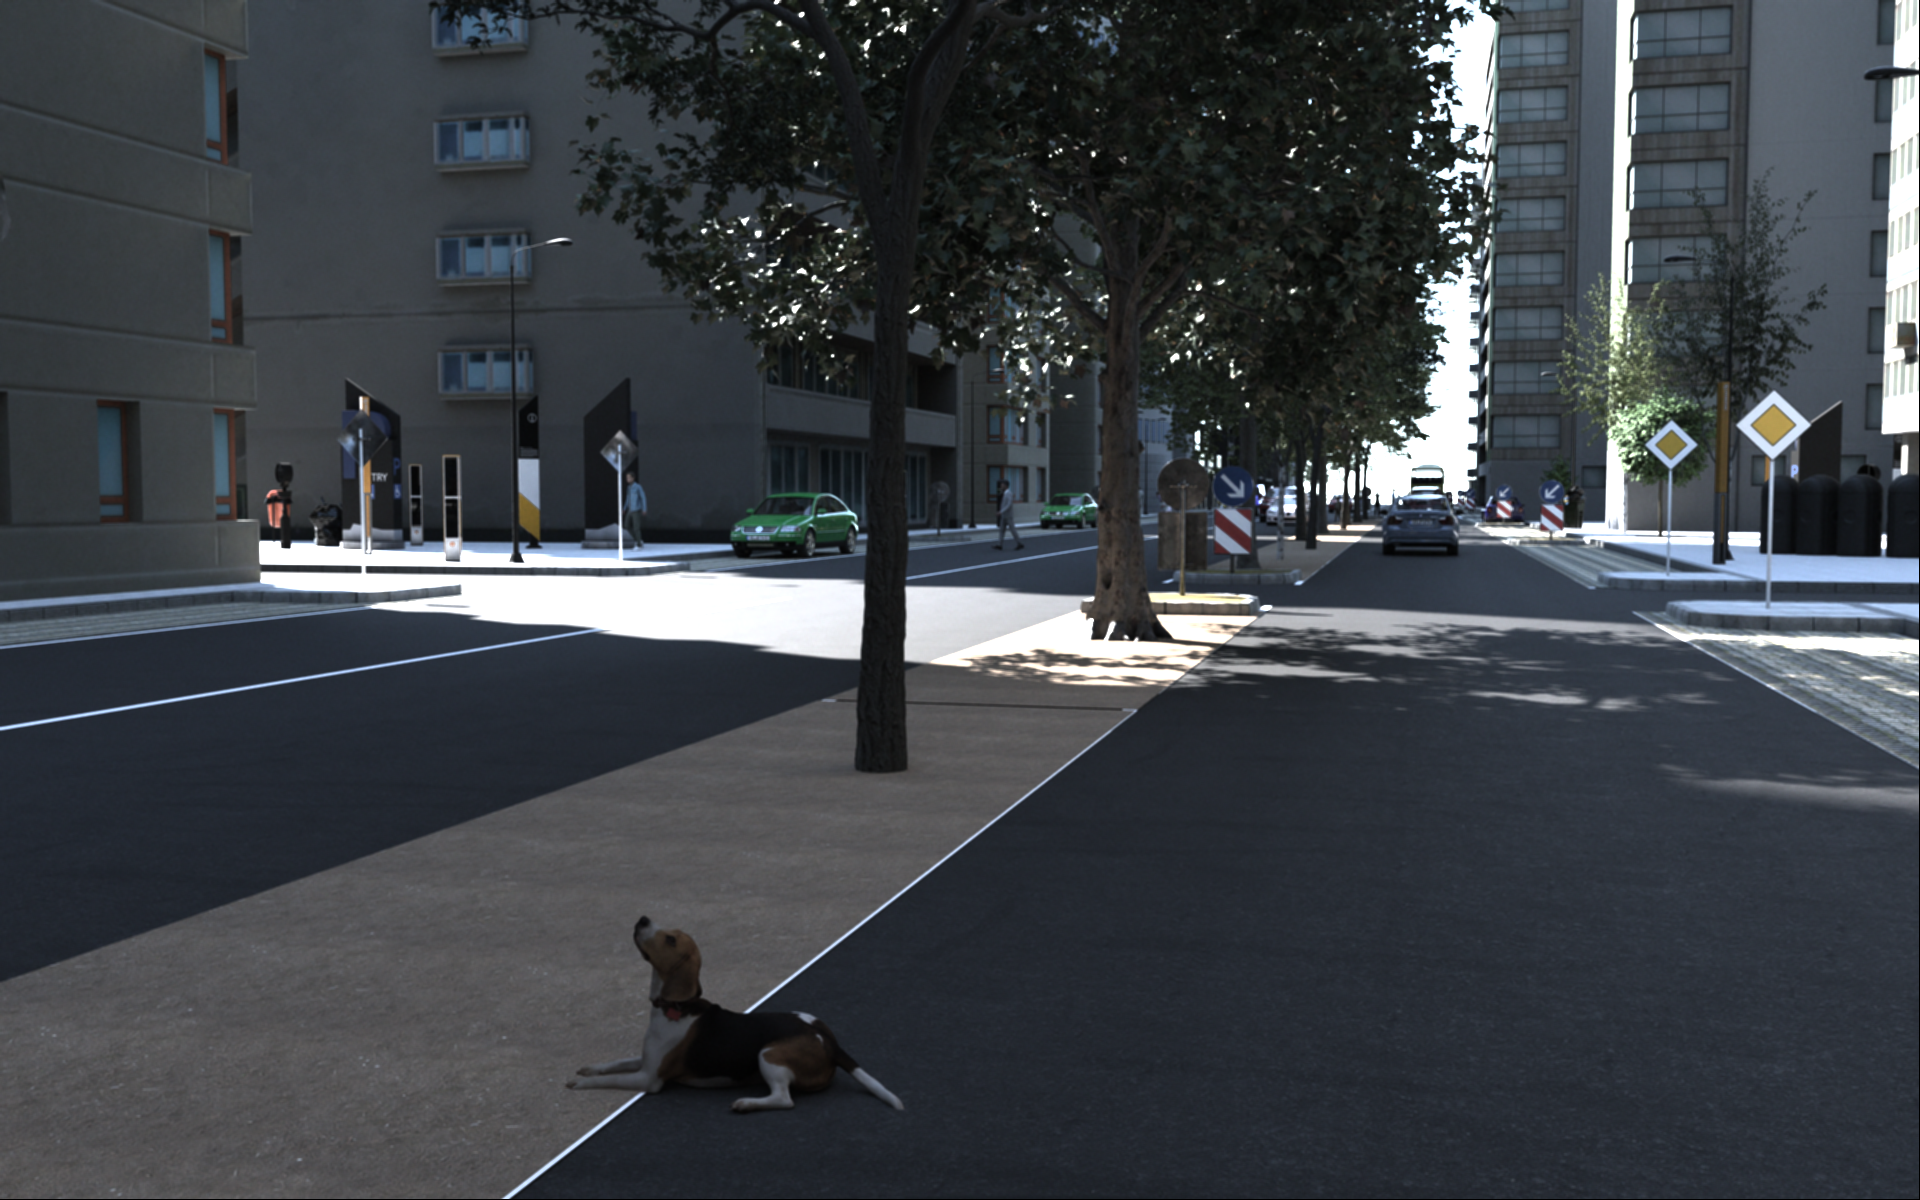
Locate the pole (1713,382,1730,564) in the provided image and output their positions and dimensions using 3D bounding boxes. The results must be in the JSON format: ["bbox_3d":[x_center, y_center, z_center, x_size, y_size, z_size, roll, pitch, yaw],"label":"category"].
[{"bbox_3d":[13.864,-2.305,31.533,0.158,3.312,0.155,0,3,0],"label":"pole"}]

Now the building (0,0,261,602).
[{"bbox_3d":[-27.670,-10.389,14.892,28.899,21.520,27.650,1,4,15],"label":"building"}]

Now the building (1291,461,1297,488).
[{"bbox_3d":[36.128,-42.772,241.314,21.231,58.520,28.212,1,4,15],"label":"building"}]

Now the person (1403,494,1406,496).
[{"bbox_3d":[26.583,-5.609,103.440,0.421,1.427,0.697,2,4,24],"label":"person"}]

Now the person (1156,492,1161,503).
[{"bbox_3d":[12.840,-6.191,110.492,0.697,1.427,0.421,2,4,31],"label":"person"}]

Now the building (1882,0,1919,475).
[{"bbox_3d":[34.999,-21.042,35.917,23.993,40.220,32.217,1,4,15],"label":"building"}]

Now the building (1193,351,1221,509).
[{"bbox_3d":[10.666,-32.401,149.362,23.786,49.044,30.456,1,4,15],"label":"building"}]

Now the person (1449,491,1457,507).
[{"bbox_3d":[45.212,-9.176,159.207,1.217,1.739,0.721,2,4,32],"label":"person"}]

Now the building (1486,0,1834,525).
[{"bbox_3d":[33.603,-24.586,85.574,14.154,41.232,14.086,1,4,15],"label":"building"}]

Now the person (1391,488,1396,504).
[{"bbox_3d":[27.378,-6.163,109.252,0.705,1.826,1.348,1,4,20],"label":"person"}]

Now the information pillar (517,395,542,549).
[{"bbox_3d":[-10.125,-3.020,40.724,0.504,3.616,0.183,-2,4,-32],"label":"information pillar"}]

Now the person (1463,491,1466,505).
[{"bbox_3d":[61.210,-12.445,210.337,0.721,1.723,1.217,1,4,14],"label":"person"}]

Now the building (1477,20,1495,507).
[{"bbox_3d":[59.306,-32.718,158.634,21.300,48.544,21.600,1,4,15],"label":"building"}]

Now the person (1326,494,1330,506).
[{"bbox_3d":[42.975,-11.886,203.568,1.217,1.736,0.721,0,4,0],"label":"person"}]

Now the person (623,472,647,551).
[{"bbox_3d":[-7.343,-2.006,39.181,0.444,1.785,0.601,-3,4,-39],"label":"person"}]

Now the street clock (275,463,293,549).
[{"bbox_3d":[-15.705,-2.185,40.288,0.358,2.002,0.471,-3,5,-44],"label":"street clock"}]

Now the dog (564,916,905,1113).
[{"bbox_3d":[-0.543,0.983,4.123,0.748,0.427,0.550,3,5,45],"label":"dog"}]

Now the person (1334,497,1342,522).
[{"bbox_3d":[19.071,-4.557,87.278,0.475,1.303,0.640,2,4,34],"label":"person"}]

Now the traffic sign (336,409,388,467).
[{"bbox_3d":[-8.238,-1.326,23.869,0.795,2.593,0.064,1,4,15],"label":"traffic sign"}]

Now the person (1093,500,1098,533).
[{"bbox_3d":[5.100,-3.046,63.322,0.382,1.210,0.505,3,5,43],"label":"person"}]

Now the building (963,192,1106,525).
[{"bbox_3d":[-7.703,-14.945,89.390,27.650,21.520,28.899,1,4,15],"label":"building"}]

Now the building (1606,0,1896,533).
[{"bbox_3d":[31.371,-23.228,63.365,14.154,41.232,14.086,1,4,15],"label":"building"}]

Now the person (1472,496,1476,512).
[{"bbox_3d":[39.885,-7.520,134.682,0.421,1.427,0.697,0,4,-3],"label":"person"}]

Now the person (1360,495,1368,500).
[{"bbox_3d":[36.870,-9.111,158.015,0.434,1.755,0.990,-3,4,-39],"label":"person"}]

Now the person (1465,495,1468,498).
[{"bbox_3d":[60.000,-11.969,204.916,0.628,1.438,0.799,-2,4,-25],"label":"person"}]

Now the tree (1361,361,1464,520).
[{"bbox_3d":[22.400,-11.178,95.579,12.009,13.543,11.850,0,3,0],"label":"tree"}]

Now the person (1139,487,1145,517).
[{"bbox_3d":[9.002,-4.831,87.602,0.709,1.813,0.853,-1,4,-16],"label":"person"}]

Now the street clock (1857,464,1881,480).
[{"bbox_3d":[22.182,-2.309,42.320,0.358,2.002,0.471,-2,4,-32],"label":"street clock"}]

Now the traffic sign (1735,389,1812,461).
[{"bbox_3d":[9.062,-1.047,19.304,0.795,2.593,0.064,1,4,15],"label":"traffic sign"}]

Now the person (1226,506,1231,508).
[{"bbox_3d":[12.024,-3.928,77.739,0.382,1.210,0.505,-1,4,-15],"label":"person"}]

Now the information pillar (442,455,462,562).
[{"bbox_3d":[-9.604,-1.730,32.773,0.304,2.012,0.304,-1,4,-11],"label":"information pillar"}]

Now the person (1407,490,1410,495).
[{"bbox_3d":[47.320,-10.654,182.701,1.348,1.824,0.705,-3,4,-38],"label":"person"}]

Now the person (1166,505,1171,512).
[{"bbox_3d":[13.588,-6.547,113.757,0.621,1.740,0.551,2,4,25],"label":"person"}]

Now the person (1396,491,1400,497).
[{"bbox_3d":[50.551,-11.625,199.281,1.217,1.735,0.721,-3,5,-43],"label":"person"}]

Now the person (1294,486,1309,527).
[{"bbox_3d":[15.079,-4.116,76.145,0.694,1.780,0.624,-1,4,-15],"label":"person"}]

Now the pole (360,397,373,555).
[{"bbox_3d":[-12.466,-2.600,36.354,0.158,3.312,0.155,0,3,0],"label":"pole"}]

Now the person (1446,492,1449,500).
[{"bbox_3d":[40.974,-8.313,145.889,0.593,1.643,0.415,-3,5,-39],"label":"person"}]

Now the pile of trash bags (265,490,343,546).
[{"bbox_3d":[-15.672,-2.042,43.136,3.447,1.369,1.912,1,4,9],"label":"pile of trash bags"}]

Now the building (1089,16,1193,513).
[{"bbox_3d":[4.173,-35.382,120.503,21.231,58.520,28.212,1,4,15],"label":"building"}]

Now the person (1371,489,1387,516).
[{"bbox_3d":[27.093,-6.305,112.307,1.217,1.735,0.721,-1,4,-10],"label":"person"}]

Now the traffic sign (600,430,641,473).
[{"bbox_3d":[-6.202,-1.798,31.592,0.795,2.593,0.064,1,4,15],"label":"traffic sign"}]

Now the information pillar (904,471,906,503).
[{"bbox_3d":[-1.873,-3.039,54.173,0.304,2.012,0.304,2,4,25],"label":"information pillar"}]

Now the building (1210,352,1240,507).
[{"bbox_3d":[20.600,-24.380,170.317,14.160,30.474,14.107,1,4,15],"label":"building"}]

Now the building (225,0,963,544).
[{"bbox_3d":[-12.866,-26.416,55.604,21.300,48.544,21.600,1,4,15],"label":"building"}]

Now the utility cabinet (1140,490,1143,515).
[{"bbox_3d":[10.423,-5.862,104.530,1.173,1.500,0.318,2,4,29],"label":"utility cabinet"}]

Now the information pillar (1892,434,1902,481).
[{"bbox_3d":[30.451,-3.959,56.080,0.504,3.616,0.183,1,4,18],"label":"information pillar"}]

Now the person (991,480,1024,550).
[{"bbox_3d":[1.228,-2.180,44.415,0.850,1.792,0.678,-1,4,-11],"label":"person"}]

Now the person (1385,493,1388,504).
[{"bbox_3d":[62.190,-14.839,252.593,0.593,1.643,0.415,3,5,43],"label":"person"}]

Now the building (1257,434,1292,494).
[{"bbox_3d":[34.808,-32.830,220.360,14.154,41.232,14.086,1,4,15],"label":"building"}]

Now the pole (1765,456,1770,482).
[{"bbox_3d":[26.372,-3.832,56.503,0.158,3.312,0.155,0,3,0],"label":"pole"}]

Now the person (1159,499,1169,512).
[{"bbox_3d":[9.262,-4.028,78.643,0.425,1.301,0.394,0,4,7],"label":"person"}]

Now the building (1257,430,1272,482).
[{"bbox_3d":[22.042,-37.472,201.904,28.713,52.752,27.495,1,4,15],"label":"building"}]

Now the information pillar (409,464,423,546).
[{"bbox_3d":[-13.500,-2.355,42.999,0.304,2.012,0.304,-1,4,-16],"label":"information pillar"}]

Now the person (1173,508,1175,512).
[{"bbox_3d":[12.743,-5.739,102.675,0.374,1.781,0.599,2,4,25],"label":"person"}]

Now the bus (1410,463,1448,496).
[{"bbox_3d":[37.485,-8.995,138.619,2.896,3.916,12.252,1,4,16],"label":"bus"}]

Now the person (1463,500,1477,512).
[{"bbox_3d":[36.887,-6.936,125.158,1.065,1.426,0.557,1,4,21],"label":"person"}]

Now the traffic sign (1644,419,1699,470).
[{"bbox_3d":[11.098,-1.519,27.026,0.795,2.593,0.064,1,4,15],"label":"traffic sign"}]

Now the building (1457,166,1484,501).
[{"bbox_3d":[80.508,-37.653,235.242,23.786,49.044,30.456,1,4,15],"label":"building"}]
